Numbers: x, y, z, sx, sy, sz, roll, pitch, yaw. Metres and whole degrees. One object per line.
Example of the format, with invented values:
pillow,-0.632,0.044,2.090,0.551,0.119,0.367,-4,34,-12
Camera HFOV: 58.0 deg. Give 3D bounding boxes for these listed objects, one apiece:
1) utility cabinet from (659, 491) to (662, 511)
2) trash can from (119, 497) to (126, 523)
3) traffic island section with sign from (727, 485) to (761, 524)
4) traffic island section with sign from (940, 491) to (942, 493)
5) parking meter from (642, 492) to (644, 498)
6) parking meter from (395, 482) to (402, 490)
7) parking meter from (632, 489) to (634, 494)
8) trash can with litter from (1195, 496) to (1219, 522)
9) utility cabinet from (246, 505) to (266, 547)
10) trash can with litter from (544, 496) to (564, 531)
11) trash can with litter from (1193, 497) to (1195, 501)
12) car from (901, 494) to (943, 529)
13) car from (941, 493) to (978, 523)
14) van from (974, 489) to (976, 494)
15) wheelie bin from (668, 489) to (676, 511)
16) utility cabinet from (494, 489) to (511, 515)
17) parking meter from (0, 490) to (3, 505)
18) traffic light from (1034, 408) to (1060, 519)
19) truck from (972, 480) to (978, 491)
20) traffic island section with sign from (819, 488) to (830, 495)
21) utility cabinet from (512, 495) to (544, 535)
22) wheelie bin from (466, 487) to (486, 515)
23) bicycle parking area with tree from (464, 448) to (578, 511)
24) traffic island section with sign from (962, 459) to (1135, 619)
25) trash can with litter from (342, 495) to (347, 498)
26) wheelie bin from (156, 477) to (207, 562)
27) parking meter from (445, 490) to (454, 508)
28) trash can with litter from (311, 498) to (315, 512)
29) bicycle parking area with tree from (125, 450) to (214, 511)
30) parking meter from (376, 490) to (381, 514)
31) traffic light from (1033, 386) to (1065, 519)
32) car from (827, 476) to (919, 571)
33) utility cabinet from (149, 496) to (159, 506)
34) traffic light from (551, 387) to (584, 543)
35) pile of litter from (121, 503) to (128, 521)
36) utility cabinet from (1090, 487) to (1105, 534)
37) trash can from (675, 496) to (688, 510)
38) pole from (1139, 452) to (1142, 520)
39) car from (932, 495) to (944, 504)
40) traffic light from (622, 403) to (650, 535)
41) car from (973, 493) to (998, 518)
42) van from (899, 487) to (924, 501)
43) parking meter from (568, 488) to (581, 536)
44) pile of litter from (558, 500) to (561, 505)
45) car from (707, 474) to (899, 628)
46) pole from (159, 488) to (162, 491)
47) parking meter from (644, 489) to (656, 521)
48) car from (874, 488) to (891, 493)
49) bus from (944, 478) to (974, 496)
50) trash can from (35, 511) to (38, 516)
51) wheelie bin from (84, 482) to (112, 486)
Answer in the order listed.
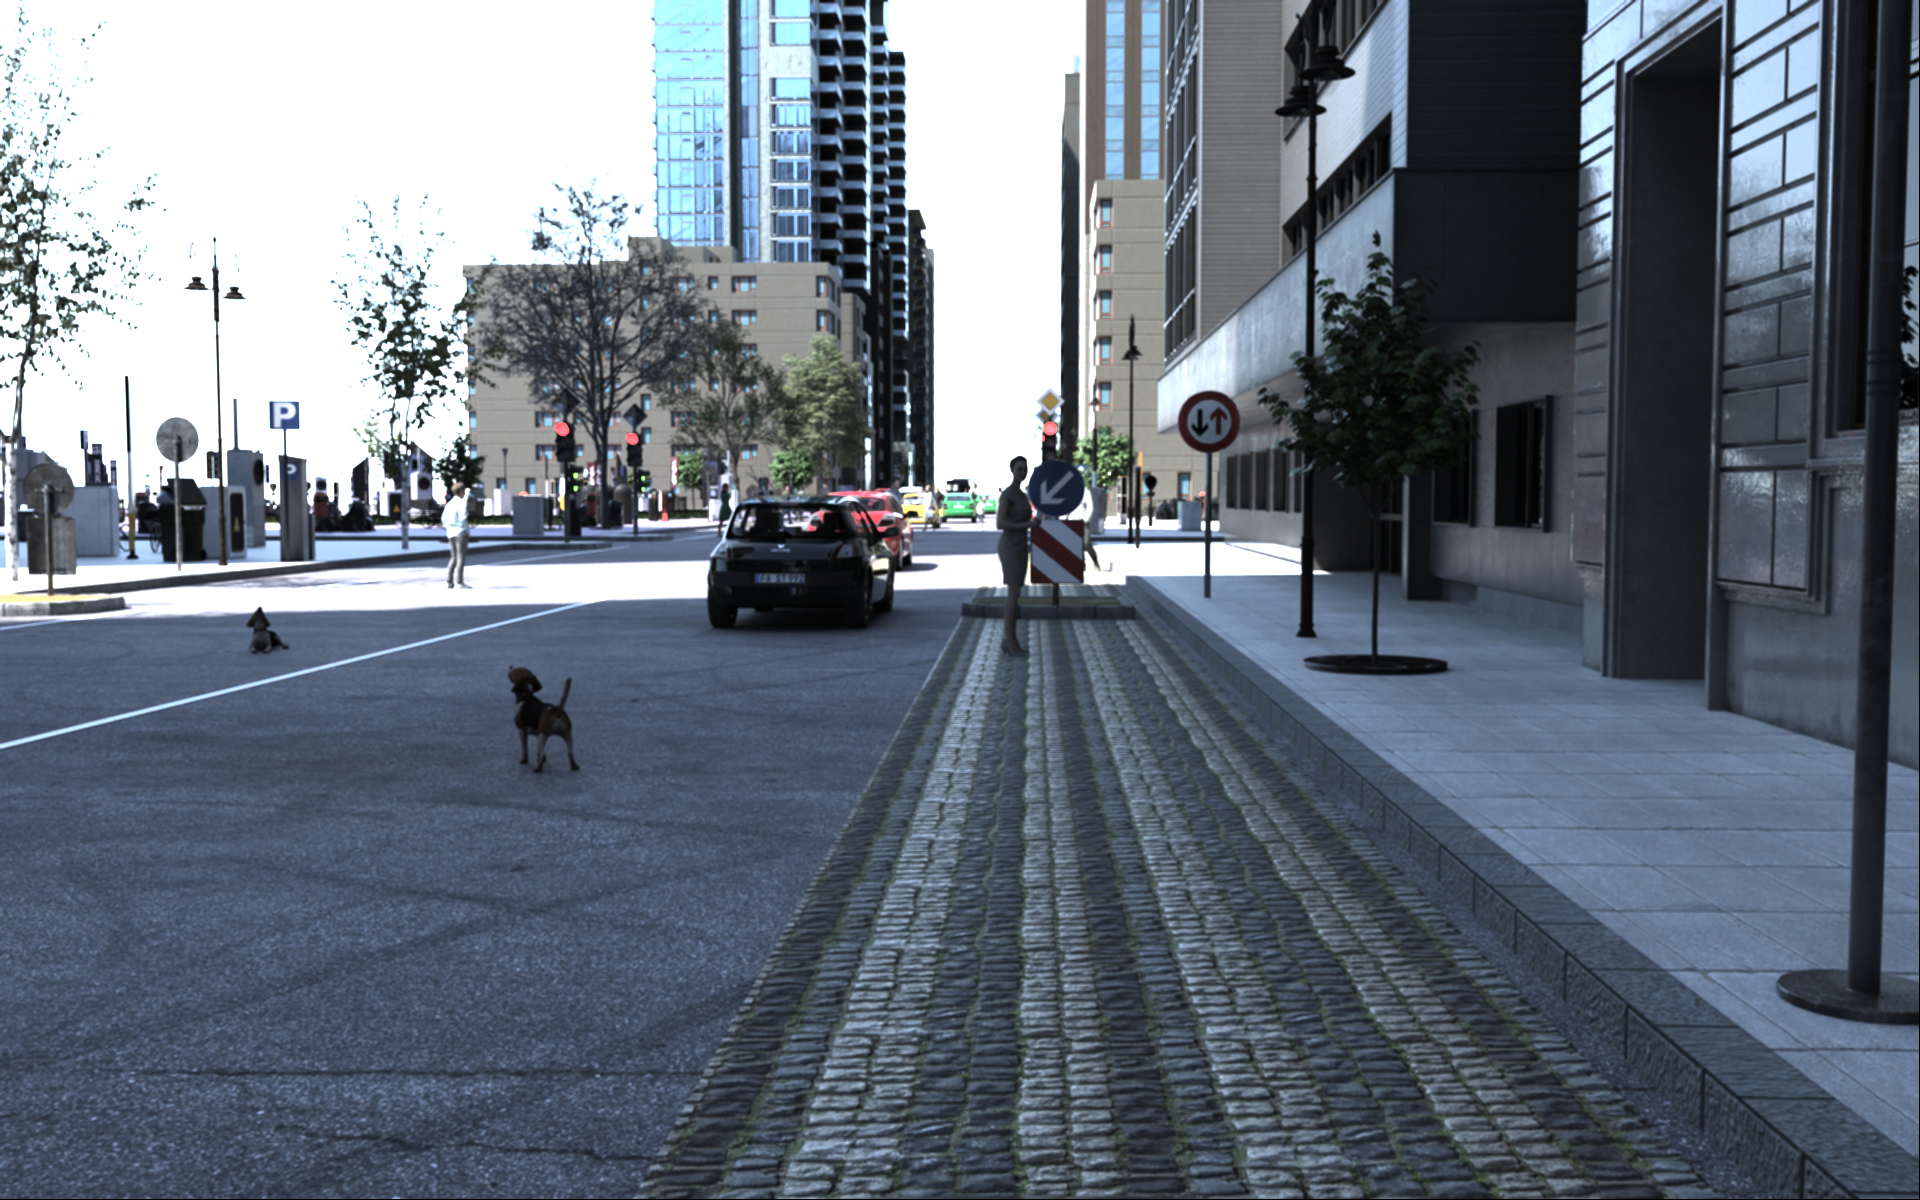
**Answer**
utility cabinet,-20.789,-6.928,121.947,0.318,1.500,1.173,-2,4,-34
trash can,-36.930,-3.929,75.886,0.748,1.137,0.748,0,3,0
traffic island section with sign,-9.160,-4.163,76.686,1.989,1.847,2.006,0,4,2
traffic island section with sign,-1.604,-15.570,263.191,1.989,1.847,2.006,0,4,2
parking meter,-20.262,-6.305,111.504,0.372,1.533,0.369,0,3,0
parking meter,-24.845,-4.352,76.863,0.399,1.863,0.255,-1,4,-21
parking meter,-17.242,-5.087,91.585,0.372,1.533,0.369,0,3,0
trash can with litter,11.679,-4.233,80.604,1.055,1.170,0.624,-2,4,-24
utility cabinet,-17.229,-2.037,41.984,0.318,1.500,1.173,-3,5,-43
trash can with litter,-14.304,-3.044,60.830,1.678,1.210,2.233,-1,4,-16
trash can with litter,11.461,-4.300,81.698,1.055,1.170,0.624,0,4,-3
car,-1.725,-3.829,72.822,2.015,1.641,3.980,0,4,2
car,-0.058,-4.796,87.219,1.959,1.807,4.718,0,4,0
van,1.074,-13.382,223.181,2.240,2.365,5.245,0,4,3
wheelie bin,-18.511,-6.298,110.878,0.693,1.594,0.980,-1,4,-11
utility cabinet,-20.456,-4.207,77.470,0.318,1.500,1.173,1,4,8
parking meter,-55.314,-5.606,100.069,0.372,1.533,0.369,0,3,0
traffic light,2.650,-3.929,53.166,0.839,4.253,0.868,0,4,2
truck,0.855,-15.017,241.459,3.469,3.379,9.791,0,4,2
traffic island section with sign,-8.071,-5.810,103.619,1.989,1.847,2.006,0,4,2
utility cabinet,-13.567,-2.646,54.425,1.020,1.237,0.306,2,4,24
wheelie bin,-22.235,-4.377,79.480,0.693,1.594,0.980,2,4,30
bicycle parking area with tree,-26.299,-7.399,107.978,8.231,4.147,9.016,2,4,35
traffic island section with sign,1.031,-0.734,20.629,1.989,1.847,2.006,0,4,2
trash can with litter,-44.855,-7.076,126.755,2.233,1.210,1.678,2,4,30
wheelie bin,-14.869,-1.536,33.022,0.693,1.594,0.980,2,4,25
parking meter,-18.334,-3.299,62.348,0.372,1.533,0.369,0,3,0
trash can with litter,-41.995,-6.210,112.916,0.624,1.170,1.055,-2,4,-23
bicycle parking area with tree,-50.605,-7.847,115.304,9.016,4.147,8.231,-2,4,-30
parking meter,-34.143,-5.715,101.857,0.372,1.533,0.369,0,3,0
traffic light,2.327,-3.441,45.188,0.839,4.253,0.868,0,4,2
car,-1.912,-1.512,33.755,2.155,1.783,4.494,0,4,2
utility cabinet,-32.565,-3.635,70.597,1.020,1.237,0.306,2,4,30
traffic light,-10.375,-3.472,45.685,0.839,4.253,0.868,0,4,2
pile of litter,-39.863,-4.133,81.537,1.176,0.858,1.719,2,4,26
utility cabinet,4.368,-2.831,54.963,0.318,1.500,1.173,1,4,14
trash can,-17.378,-5.898,108.088,0.748,1.137,0.748,0,3,0
pole,8.856,-5.574,84.970,0.158,3.312,0.155,0,3,0
car,-2.437,-9.542,168.586,1.945,1.354,3.894,0,4,3
traffic light,-10.051,-3.960,53.664,0.839,4.253,0.868,0,4,2
car,1.702,-5.864,104.673,1.959,1.807,4.718,0,4,1
van,-2.920,-5.747,100.969,2.013,2.044,4.112,0,4,3
parking meter,-11.760,-2.720,52.880,0.372,1.533,0.369,0,3,0
pile of litter,-27.300,-6.352,117.824,1.719,0.858,1.176,0,4,4
car,-1.750,-0.622,19.953,2.009,1.686,4.222,0,4,3
pole,-60.237,-8.359,130.509,0.158,3.312,0.155,0,3,0
parking meter,-14.666,-4.535,82.555,0.372,1.533,0.369,0,3,0
car,-4.892,-6.476,114.560,2.281,1.827,5.304,0,4,4
bus,-0.020,-12.057,191.984,2.948,3.499,13.247,0,4,3
trash can,-52.942,-5.384,99.677,0.748,1.137,0.748,0,3,0
wheelie bin,-22.972,-2.338,46.136,0.980,1.594,0.693,-2,4,-27
